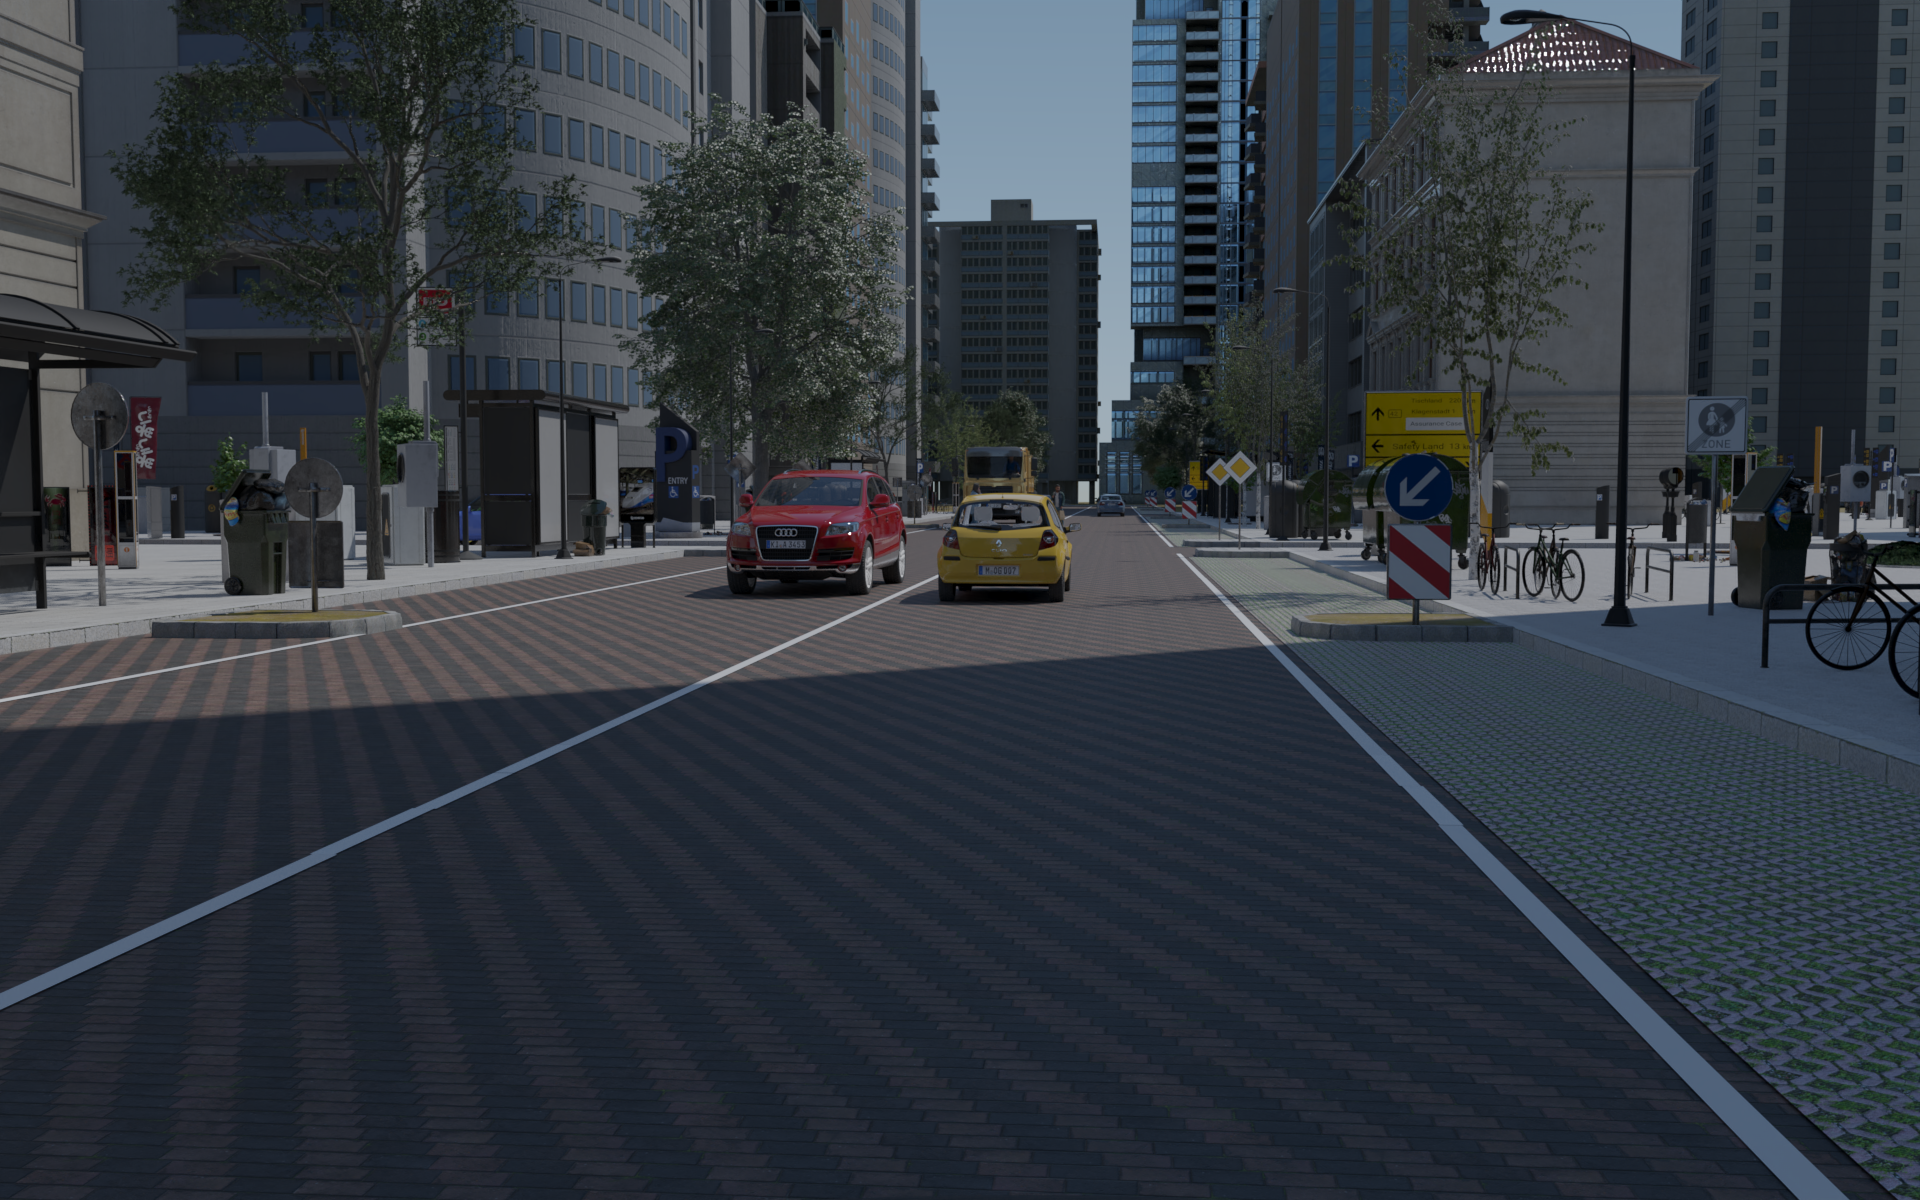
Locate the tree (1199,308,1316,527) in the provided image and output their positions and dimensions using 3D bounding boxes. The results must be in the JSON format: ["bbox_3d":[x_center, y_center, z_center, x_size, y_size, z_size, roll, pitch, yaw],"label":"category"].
[{"bbox_3d":[11.279,-7.196,68.016,4.737,8.622,4.395,0,3,0],"label":"tree"}]

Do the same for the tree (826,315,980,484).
[{"bbox_3d":[-3.568,-9.348,87.249,8.767,10.594,7.601,0,3,0],"label":"tree"}]

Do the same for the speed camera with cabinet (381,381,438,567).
[{"bbox_3d":[-9.834,-2.233,30.854,0.660,3.252,2.038,-2,4,-30],"label":"speed camera with cabinet"}]

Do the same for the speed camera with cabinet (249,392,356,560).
[{"bbox_3d":[-12.798,-2.407,33.698,2.038,3.252,0.660,1,4,19],"label":"speed camera with cabinet"}]

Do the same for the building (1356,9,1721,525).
[{"bbox_3d":[25.732,-14.969,80.902,11.583,22.565,21.152,0,4,5],"label":"building"}]

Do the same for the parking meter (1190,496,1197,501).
[{"bbox_3d":[13.956,-5.820,103.572,0.372,1.533,0.369,0,3,0],"label":"parking meter"}]

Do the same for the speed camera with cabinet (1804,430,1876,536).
[{"bbox_3d":[26.765,-3.589,53.009,2.038,3.252,0.660,0,4,-6],"label":"speed camera with cabinet"}]

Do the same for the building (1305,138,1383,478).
[{"bbox_3d":[29.948,-17.557,106.117,14.314,24.678,30.058,0,4,5],"label":"building"}]

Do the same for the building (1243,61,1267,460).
[{"bbox_3d":[39.980,-31.750,173.733,22.147,44.769,28.867,0,4,5],"label":"building"}]

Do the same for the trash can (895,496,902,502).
[{"bbox_3d":[-3.815,-5.789,106.297,0.748,1.137,0.748,0,3,0],"label":"trash can"}]

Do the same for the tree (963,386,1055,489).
[{"bbox_3d":[5.407,-16.340,184.174,9.611,12.733,9.660,0,3,0],"label":"tree"}]

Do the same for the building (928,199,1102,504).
[{"bbox_3d":[6.756,-32.972,230.972,23.993,40.220,32.217,0,4,5],"label":"building"}]

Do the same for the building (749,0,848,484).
[{"bbox_3d":[-14.706,-20.251,102.802,14.160,30.474,14.107,0,4,5],"label":"building"}]

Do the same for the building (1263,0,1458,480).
[{"bbox_3d":[34.293,-30.692,151.918,14.600,45.320,14.200,0,4,5],"label":"building"}]

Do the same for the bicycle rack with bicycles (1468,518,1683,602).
[{"bbox_3d":[7.707,-0.508,21.692,2.852,0.926,2.925,1,4,14],"label":"bicycle rack with bicycles"}]

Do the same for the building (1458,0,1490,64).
[{"bbox_3d":[32.971,-29.798,137.302,14.600,45.320,14.200,0,4,5],"label":"building"}]

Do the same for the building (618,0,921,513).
[{"bbox_3d":[-15.501,-37.395,153.410,21.231,58.520,28.212,0,4,5],"label":"building"}]

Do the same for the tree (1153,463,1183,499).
[{"bbox_3d":[20.605,-11.474,171.307,4.285,4.588,4.351,0,3,0],"label":"tree"}]

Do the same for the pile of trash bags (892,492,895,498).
[{"bbox_3d":[-4.205,-4.622,85.322,1.912,1.369,3.447,2,4,29],"label":"pile of trash bags"}]

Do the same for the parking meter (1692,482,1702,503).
[{"bbox_3d":[35.243,-4.719,82.868,0.255,1.863,0.399,-1,4,-17],"label":"parking meter"}]

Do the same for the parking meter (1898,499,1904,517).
[{"bbox_3d":[52.058,-5.507,95.746,0.255,1.863,0.399,0,4,7],"label":"parking meter"}]

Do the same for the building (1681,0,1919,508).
[{"bbox_3d":[83.007,-44.956,173.288,20.611,71.187,20.563,0,4,5],"label":"building"}]

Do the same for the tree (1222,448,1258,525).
[{"bbox_3d":[11.916,-4.798,73.052,1.663,3.219,1.824,0,3,0],"label":"tree"}]

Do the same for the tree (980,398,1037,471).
[{"bbox_3d":[4.076,-14.278,167.859,7.601,10.594,8.767,2,4,28],"label":"tree"}]

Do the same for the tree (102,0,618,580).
[{"bbox_3d":[-8.888,-5.558,25.289,8.767,10.594,7.601,1,4,21],"label":"tree"}]

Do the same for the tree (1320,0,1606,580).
[{"bbox_3d":[7.558,-4.595,25.492,4.360,8.622,3.978,0,3,0],"label":"tree"}]

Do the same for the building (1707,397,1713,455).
[{"bbox_3d":[78.541,-36.746,220.402,30.456,49.044,23.786,0,4,5],"label":"building"}]

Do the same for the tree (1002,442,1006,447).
[{"bbox_3d":[1.585,-11.822,143.644,4.737,8.622,4.395,0,3,0],"label":"tree"}]

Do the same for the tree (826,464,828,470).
[{"bbox_3d":[-6.933,-6.168,95.442,1.663,3.219,1.824,0,3,0],"label":"tree"}]

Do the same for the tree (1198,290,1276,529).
[{"bbox_3d":[11.185,-6.910,63.344,4.360,8.622,3.978,0,3,0],"label":"tree"}]

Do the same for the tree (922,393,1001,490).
[{"bbox_3d":[-0.511,-10.578,123.304,4.737,8.622,4.395,0,3,0],"label":"tree"}]

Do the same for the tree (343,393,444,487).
[{"bbox_3d":[-18.220,-4.429,56.132,4.285,4.588,4.351,0,3,0],"label":"tree"}]

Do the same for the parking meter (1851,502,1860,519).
[{"bbox_3d":[46.119,-5.103,89.138,0.255,1.863,0.399,0,4,-3],"label":"parking meter"}]

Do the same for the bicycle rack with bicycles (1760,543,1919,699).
[{"bbox_3d":[7.085,0.092,11.874,2.925,0.926,2.852,0,4,-5],"label":"bicycle rack with bicycles"}]

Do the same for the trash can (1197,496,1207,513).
[{"bbox_3d":[16.561,-6.532,118.453,0.748,1.137,0.748,0,3,0],"label":"trash can"}]

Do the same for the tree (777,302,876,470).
[{"bbox_3d":[-5.424,-6.979,64.462,4.737,8.622,4.395,0,3,0],"label":"tree"}]

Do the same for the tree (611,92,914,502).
[{"bbox_3d":[-6.386,-9.154,56.317,9.857,13.997,8.962,0,3,0],"label":"tree"}]

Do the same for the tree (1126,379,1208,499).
[{"bbox_3d":[23.360,-17.582,194.123,9.857,13.997,8.962,0,3,0],"label":"tree"}]

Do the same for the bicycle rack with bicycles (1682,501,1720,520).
[{"bbox_3d":[36.701,-4.534,87.505,2.852,0.926,2.925,0,4,3],"label":"bicycle rack with bicycles"}]

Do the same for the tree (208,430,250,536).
[{"bbox_3d":[-22.312,-3.561,52.829,1.663,3.219,1.824,0,3,0],"label":"tree"}]

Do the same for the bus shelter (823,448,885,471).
[{"bbox_3d":[-4.706,-5.090,77.144,2.014,3.302,5.546,0,4,5],"label":"bus shelter"}]

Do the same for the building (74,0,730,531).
[{"bbox_3d":[-22.159,-32.443,72.450,21.231,58.520,28.212,0,4,5],"label":"building"}]

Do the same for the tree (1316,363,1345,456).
[{"bbox_3d":[19.036,-8.891,95.723,4.737,8.622,4.395,0,3,0],"label":"tree"}]

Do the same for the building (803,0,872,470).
[{"bbox_3d":[-14.577,-29.463,131.834,14.600,45.320,14.200,0,4,5],"label":"building"}]

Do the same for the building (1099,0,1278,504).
[{"bbox_3d":[33.748,-55.666,222.816,31.000,86.520,22.319,0,4,5],"label":"building"}]

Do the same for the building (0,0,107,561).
[{"bbox_3d":[-31.746,-11.860,27.190,30.059,22.955,16.112,0,4,5],"label":"building"}]

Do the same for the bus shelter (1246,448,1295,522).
[{"bbox_3d":[13.810,-5.149,78.107,2.014,3.302,5.546,0,4,5],"label":"bus shelter"}]

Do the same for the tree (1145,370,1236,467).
[{"bbox_3d":[17.316,-12.001,130.622,7.601,10.594,8.767,-2,4,-25],"label":"tree"}]

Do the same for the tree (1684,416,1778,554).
[{"bbox_3d":[16.778,-2.610,37.275,1.663,3.219,1.824,0,3,0],"label":"tree"}]

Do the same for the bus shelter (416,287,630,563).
[{"bbox_3d":[-9.197,-3.582,36.193,2.179,5.291,8.768,0,4,5],"label":"bus shelter"}]

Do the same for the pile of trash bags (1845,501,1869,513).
[{"bbox_3d":[60.341,-6.502,116.062,1.912,1.369,3.447,2,4,26],"label":"pile of trash bags"}]

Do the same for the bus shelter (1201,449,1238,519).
[{"bbox_3d":[13.967,-6.232,93.169,1.731,3.624,6.357,0,4,5],"label":"bus shelter"}]

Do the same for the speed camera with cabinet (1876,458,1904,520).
[{"bbox_3d":[47.172,-5.710,87.690,2.038,3.252,0.660,-2,4,-35],"label":"speed camera with cabinet"}]

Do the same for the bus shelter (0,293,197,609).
[{"bbox_3d":[-9.785,-1.397,16.771,2.014,3.302,5.546,0,4,5],"label":"bus shelter"}]

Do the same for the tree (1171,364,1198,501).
[{"bbox_3d":[13.232,-8.169,83.920,4.360,8.622,3.978,0,3,0],"label":"tree"}]

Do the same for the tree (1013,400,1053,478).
[{"bbox_3d":[6.963,-16.983,195.801,7.486,12.596,7.792,0,3,0],"label":"tree"}]

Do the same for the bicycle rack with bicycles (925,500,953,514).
[{"bbox_3d":[-1.760,-5.991,111.328,2.852,0.926,2.925,1,4,21],"label":"bicycle rack with bicycles"}]

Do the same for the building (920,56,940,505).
[{"bbox_3d":[-17.743,-34.372,181.598,30.456,49.044,23.786,0,4,5],"label":"building"}]
